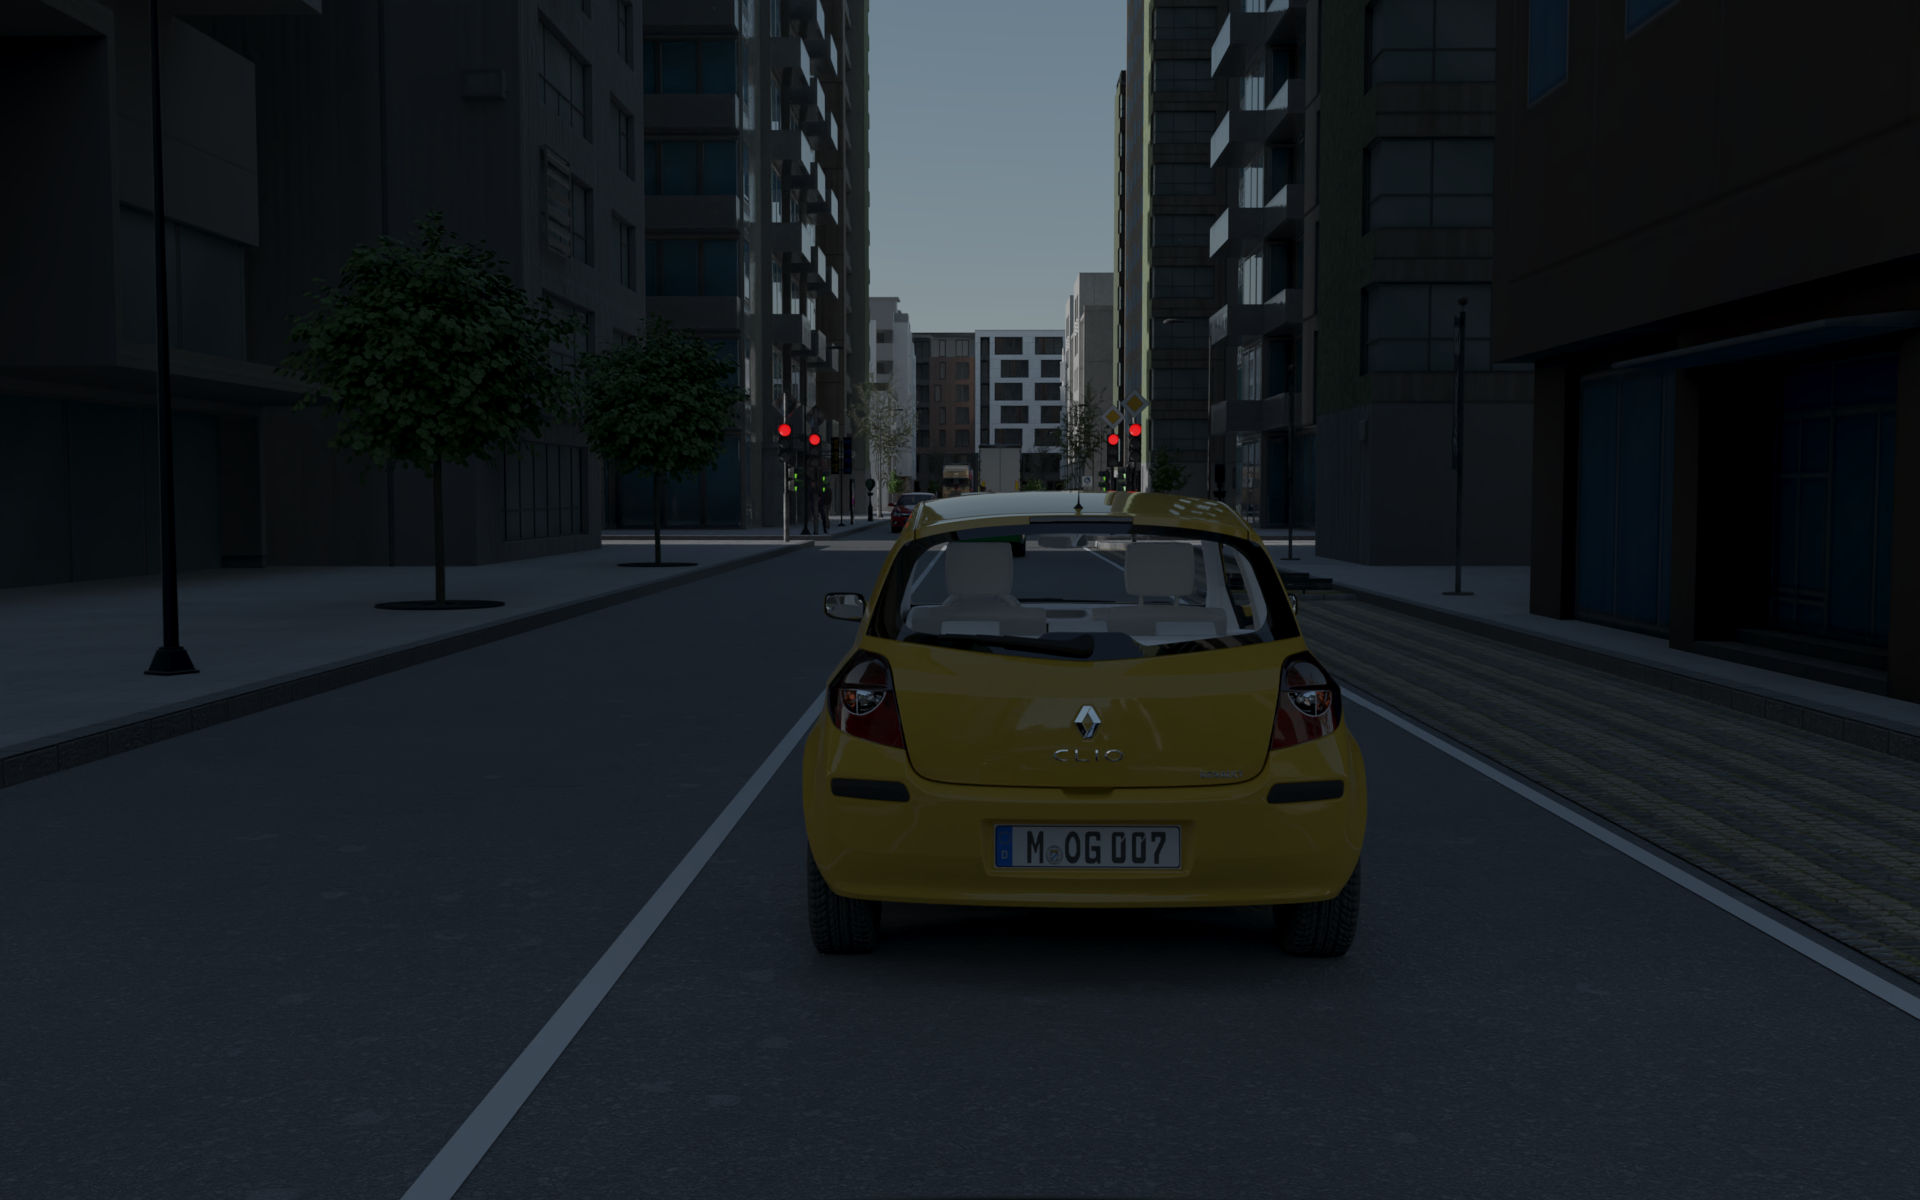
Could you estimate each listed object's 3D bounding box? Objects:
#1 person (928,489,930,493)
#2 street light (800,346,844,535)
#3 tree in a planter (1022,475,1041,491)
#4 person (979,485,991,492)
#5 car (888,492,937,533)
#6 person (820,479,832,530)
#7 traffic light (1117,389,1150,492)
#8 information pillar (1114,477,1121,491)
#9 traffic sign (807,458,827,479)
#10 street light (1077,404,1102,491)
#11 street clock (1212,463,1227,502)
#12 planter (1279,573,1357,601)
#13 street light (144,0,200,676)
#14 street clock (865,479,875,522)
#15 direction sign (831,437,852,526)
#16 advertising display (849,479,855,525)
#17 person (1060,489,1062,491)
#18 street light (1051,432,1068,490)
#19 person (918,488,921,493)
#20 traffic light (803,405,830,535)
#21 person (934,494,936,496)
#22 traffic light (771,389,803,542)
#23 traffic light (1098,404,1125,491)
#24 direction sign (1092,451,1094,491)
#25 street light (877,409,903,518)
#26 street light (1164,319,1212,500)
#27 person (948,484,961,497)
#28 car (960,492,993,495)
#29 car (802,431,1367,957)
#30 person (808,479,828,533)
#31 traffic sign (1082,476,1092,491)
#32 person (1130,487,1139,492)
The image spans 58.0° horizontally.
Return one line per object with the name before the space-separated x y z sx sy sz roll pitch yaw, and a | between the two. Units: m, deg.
person | -3.336 -10.977 185.155 0.705 1.869 1.348 0 4 -2
street light | -4.315 -5.001 54.310 1.470 5.913 1.316 0 4 1
tree in a planter | 6.402 -9.743 156.514 1.991 3.239 1.994 0 4 1
person | 0.876 -2.896 56.660 0.445 1.727 0.742 -3 5 -40
car | -1.595 -3.418 64.929 2.155 1.783 4.494 0 4 2
person | -4.783 -3.374 61.336 0.434 1.807 0.598 3 5 44
traffic light | 4.640 -3.510 46.309 0.839 4.253 0.868 0 4 1
information pillar | 6.762 -4.307 74.914 0.304 2.012 0.304 3 5 44
traffic sign | -4.804 -3.523 57.712 0.768 2.556 0.104 0 4 8
street light | 6.728 -7.153 89.487 1.470 5.913 1.316 0 4 1
street clock | 6.108 -2.211 40.726 0.358 2.002 0.471 1 4 11
planter | 4.329 -0.183 24.127 1.991 0.319 1.994 0 4 1
street light | -5.092 -2.425 12.183 1.470 5.913 1.316 0 4 1
street clock | -4.194 -4.676 81.019 0.471 2.002 0.358 3 5 43
direction sign | -4.703 -4.691 68.702 0.876 3.537 0.379 1 4 17
advertising display | -4.498 -4.100 72.242 0.123 1.923 0.974 0 4 3
person | 8.817 -8.891 152.228 1.217 1.723 0.721 -2 4 -34
street light | 7.450 -9.591 129.352 1.470 5.913 1.316 0 4 1
person | -3.947 -9.959 168.508 0.705 1.869 1.348 1 4 8
traffic light | -4.515 -4.006 54.422 0.839 4.253 0.868 0 4 1
person | -3.297 -12.202 208.730 1.217 1.735 0.721 -2 4 -30
traffic light | -4.640 -3.518 46.438 0.839 4.253 0.868 0 4 1
traffic light | 4.765 -3.998 54.293 0.839 4.253 0.868 0 4 1
direction sign | 6.983 -6.052 90.944 0.379 3.537 0.876 0 4 7
street light | -3.778 -7.443 94.228 1.470 5.913 1.316 0 4 1
street light | 6.107 -4.501 46.133 1.470 5.913 1.316 0 4 1
person | 0.005 -2.748 53.964 0.750 1.759 0.617 -3 5 -39
car | 0.620 -1.974 41.075 1.959 1.807 4.718 0 3 0
car | 0.410 0.209 6.804 2.015 1.641 3.980 0 4 1
person | -4.615 -3.047 56.304 0.683 1.767 0.568 0 4 -2
traffic sign | 7.187 -5.854 97.845 0.606 2.300 0.079 1 4 9
person | 8.969 -4.998 89.222 0.566 1.644 0.517 -1 4 -19
